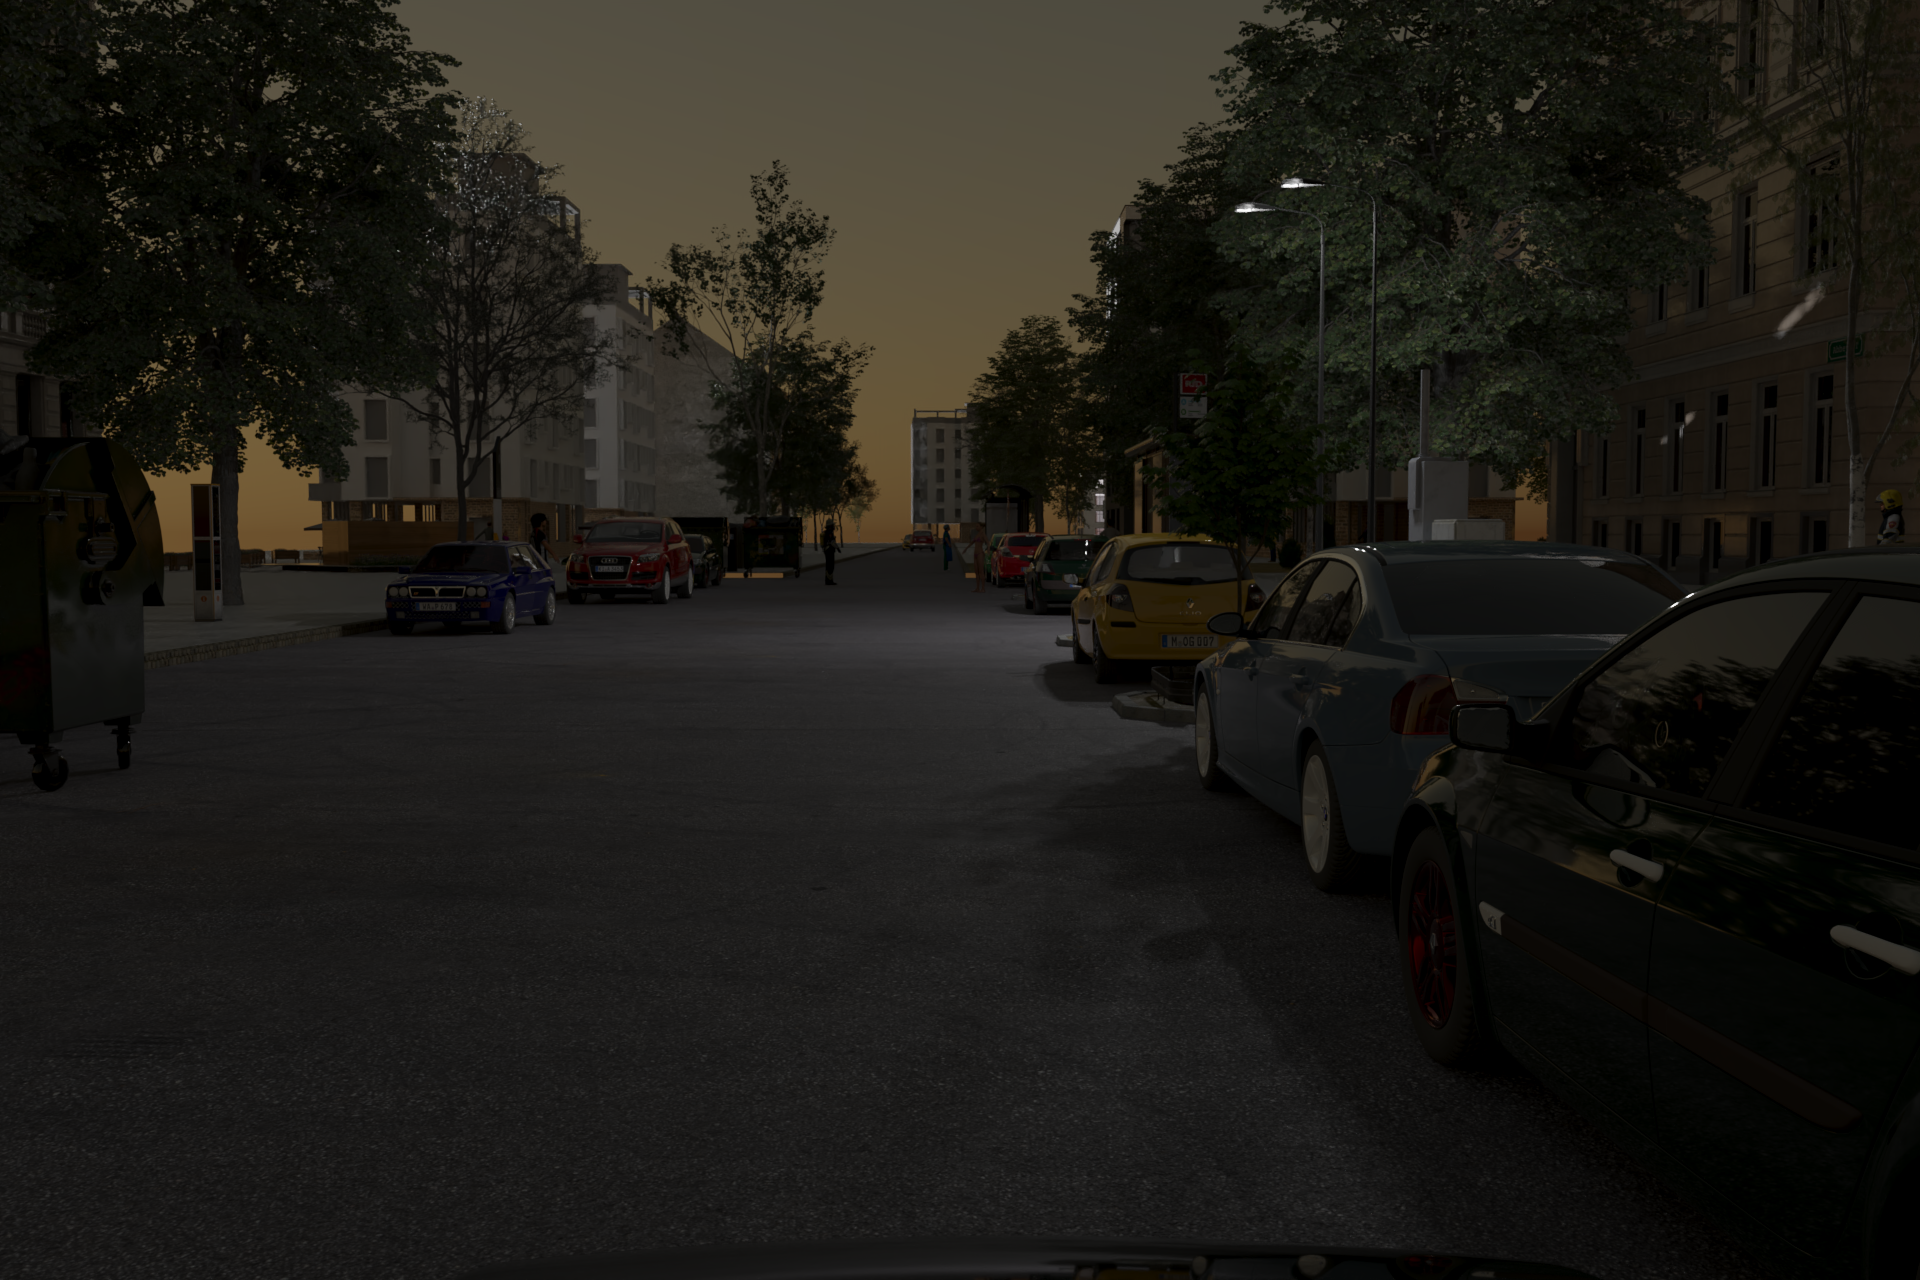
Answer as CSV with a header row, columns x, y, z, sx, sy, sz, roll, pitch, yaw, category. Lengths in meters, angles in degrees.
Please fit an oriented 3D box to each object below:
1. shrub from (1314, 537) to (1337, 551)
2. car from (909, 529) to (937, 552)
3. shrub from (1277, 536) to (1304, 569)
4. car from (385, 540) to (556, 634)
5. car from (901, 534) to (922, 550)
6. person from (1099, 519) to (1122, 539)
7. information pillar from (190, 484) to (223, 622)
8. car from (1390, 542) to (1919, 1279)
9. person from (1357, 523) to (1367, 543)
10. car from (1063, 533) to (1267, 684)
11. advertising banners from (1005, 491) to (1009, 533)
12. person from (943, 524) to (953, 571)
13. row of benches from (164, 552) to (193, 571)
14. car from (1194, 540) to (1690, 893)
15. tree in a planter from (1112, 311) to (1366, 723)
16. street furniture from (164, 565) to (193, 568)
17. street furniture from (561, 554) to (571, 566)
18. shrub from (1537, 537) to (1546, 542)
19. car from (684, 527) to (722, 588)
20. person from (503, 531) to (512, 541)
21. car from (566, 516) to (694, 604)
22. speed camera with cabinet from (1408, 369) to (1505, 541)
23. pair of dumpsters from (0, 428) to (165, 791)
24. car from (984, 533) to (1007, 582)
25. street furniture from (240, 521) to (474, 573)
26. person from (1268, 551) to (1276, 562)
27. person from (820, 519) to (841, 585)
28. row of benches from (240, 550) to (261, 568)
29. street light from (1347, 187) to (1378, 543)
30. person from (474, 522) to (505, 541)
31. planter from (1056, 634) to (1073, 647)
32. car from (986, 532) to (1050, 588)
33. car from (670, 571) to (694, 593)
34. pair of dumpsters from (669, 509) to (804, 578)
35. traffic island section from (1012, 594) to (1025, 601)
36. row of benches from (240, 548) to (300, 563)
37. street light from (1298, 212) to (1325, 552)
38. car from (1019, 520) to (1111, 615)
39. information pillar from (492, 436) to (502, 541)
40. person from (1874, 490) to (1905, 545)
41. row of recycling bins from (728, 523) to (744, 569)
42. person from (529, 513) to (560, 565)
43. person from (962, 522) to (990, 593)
x,y,z,sx,sy,sz,roll,pitch,yaw,category
14.790,-3.605,70.064,1.383,1.207,1.383,0,3,0,shrub
-3.042,-8.093,140.996,2.281,1.827,5.304,0,4,-1,car
12.013,-3.173,62.993,1.383,1.207,1.383,0,3,0,shrub
-7.277,-0.818,25.957,1.945,1.354,3.894,0,3,0,car
-4.195,-8.732,152.987,2.015,1.641,3.980,0,4,0,car
4.375,-2.707,51.035,1.217,1.739,0.721,-1,4,-18,person
-11.031,-1.277,25.368,0.304,2.012,0.304,0,3,0,information pillar
2.141,0.386,3.481,2.009,1.686,4.222,0,4,-1,car
18.534,-4.456,79.073,0.704,1.802,1.346,-1,4,-16,person
2.113,-0.477,18.016,2.015,1.641,3.980,0,4,-1,car
1.833,-4.376,67.728,0.090,3.025,2.074,0,4,-1,advertising banners
-0.481,-3.561,66.809,0.704,1.817,1.347,0,4,-4,person
-27.609,-2.783,60.967,1.422,0.672,4.104,0,3,0,row of benches
2.255,0.231,8.225,2.014,1.417,4.499,0,4,-1,car
2.264,-1.025,13.979,1.991,3.239,1.994,0,4,-1,tree in a planter
-34.326,-3.057,65.612,5.734,0.657,10.072,3,5,44,street furniture
-12.843,-3.530,73.340,10.072,0.657,5.734,-3,5,-43,street furniture
25.309,-3.923,75.259,1.383,1.207,1.383,0,3,0,shrub
-7.520,-2.267,46.848,2.009,1.686,4.222,0,3,0,car
-19.582,-4.015,74.919,0.599,1.433,0.991,2,4,28,person
-6.986,-1.735,37.038,2.281,1.827,5.304,0,4,0,car
5.787,-1.584,20.238,0.660,3.252,2.038,0,4,0,speed camera with cabinet
-7.102,-0.307,9.967,4.436,2.255,1.574,0,4,0,pair of dumpsters
1.621,-2.694,52.836,1.959,1.807,4.718,0,4,-1,car
-18.915,-3.331,61.314,9.812,1.723,11.010,3,5,44,street furniture
14.240,-4.446,79.162,0.721,1.772,1.216,3,5,43,person
-3.636,-2.476,48.721,0.705,1.856,1.354,-1,4,-20,person
-27.343,-3.116,66.412,1.422,0.672,4.104,-1,4,-17,row of benches
5.957,-3.069,22.712,1.470,5.913,1.316,0,4,0,street light
-19.529,-4.015,71.914,1.348,1.796,0.705,0,4,-5,person
2.265,-0.088,22.584,1.991,0.319,1.994,0,4,1,planter
1.819,-2.361,47.649,2.155,1.783,4.494,0,4,-2,car
-7.634,-2.035,42.867,1.945,1.707,3.694,0,4,-1,car
-7.357,-3.167,56.736,4.436,2.255,1.574,0,4,0,pair of dumpsters
2.139,-0.927,38.021,1.991,0.108,1.994,0,4,0,traffic island section
-30.987,-3.671,75.483,4.104,0.672,1.422,-2,4,-34,row of benches
5.631,-3.173,24.422,1.470,5.913,1.316,0,3,0,street light
2.122,-1.360,32.028,2.009,1.686,4.222,0,4,-1,car
-10.993,-3.048,41.184,0.183,3.616,0.504,0,4,-1,information pillar
12.061,-1.026,22.538,0.704,1.858,1.351,2,4,33,person
-8.454,-3.588,65.770,1.069,1.692,3.534,0,4,0,row of recycling bins
-7.736,-1.433,32.028,0.704,1.843,1.345,-2,4,-33,person
0.413,-2.032,42.488,0.721,1.733,1.217,-2,4,-31,person
